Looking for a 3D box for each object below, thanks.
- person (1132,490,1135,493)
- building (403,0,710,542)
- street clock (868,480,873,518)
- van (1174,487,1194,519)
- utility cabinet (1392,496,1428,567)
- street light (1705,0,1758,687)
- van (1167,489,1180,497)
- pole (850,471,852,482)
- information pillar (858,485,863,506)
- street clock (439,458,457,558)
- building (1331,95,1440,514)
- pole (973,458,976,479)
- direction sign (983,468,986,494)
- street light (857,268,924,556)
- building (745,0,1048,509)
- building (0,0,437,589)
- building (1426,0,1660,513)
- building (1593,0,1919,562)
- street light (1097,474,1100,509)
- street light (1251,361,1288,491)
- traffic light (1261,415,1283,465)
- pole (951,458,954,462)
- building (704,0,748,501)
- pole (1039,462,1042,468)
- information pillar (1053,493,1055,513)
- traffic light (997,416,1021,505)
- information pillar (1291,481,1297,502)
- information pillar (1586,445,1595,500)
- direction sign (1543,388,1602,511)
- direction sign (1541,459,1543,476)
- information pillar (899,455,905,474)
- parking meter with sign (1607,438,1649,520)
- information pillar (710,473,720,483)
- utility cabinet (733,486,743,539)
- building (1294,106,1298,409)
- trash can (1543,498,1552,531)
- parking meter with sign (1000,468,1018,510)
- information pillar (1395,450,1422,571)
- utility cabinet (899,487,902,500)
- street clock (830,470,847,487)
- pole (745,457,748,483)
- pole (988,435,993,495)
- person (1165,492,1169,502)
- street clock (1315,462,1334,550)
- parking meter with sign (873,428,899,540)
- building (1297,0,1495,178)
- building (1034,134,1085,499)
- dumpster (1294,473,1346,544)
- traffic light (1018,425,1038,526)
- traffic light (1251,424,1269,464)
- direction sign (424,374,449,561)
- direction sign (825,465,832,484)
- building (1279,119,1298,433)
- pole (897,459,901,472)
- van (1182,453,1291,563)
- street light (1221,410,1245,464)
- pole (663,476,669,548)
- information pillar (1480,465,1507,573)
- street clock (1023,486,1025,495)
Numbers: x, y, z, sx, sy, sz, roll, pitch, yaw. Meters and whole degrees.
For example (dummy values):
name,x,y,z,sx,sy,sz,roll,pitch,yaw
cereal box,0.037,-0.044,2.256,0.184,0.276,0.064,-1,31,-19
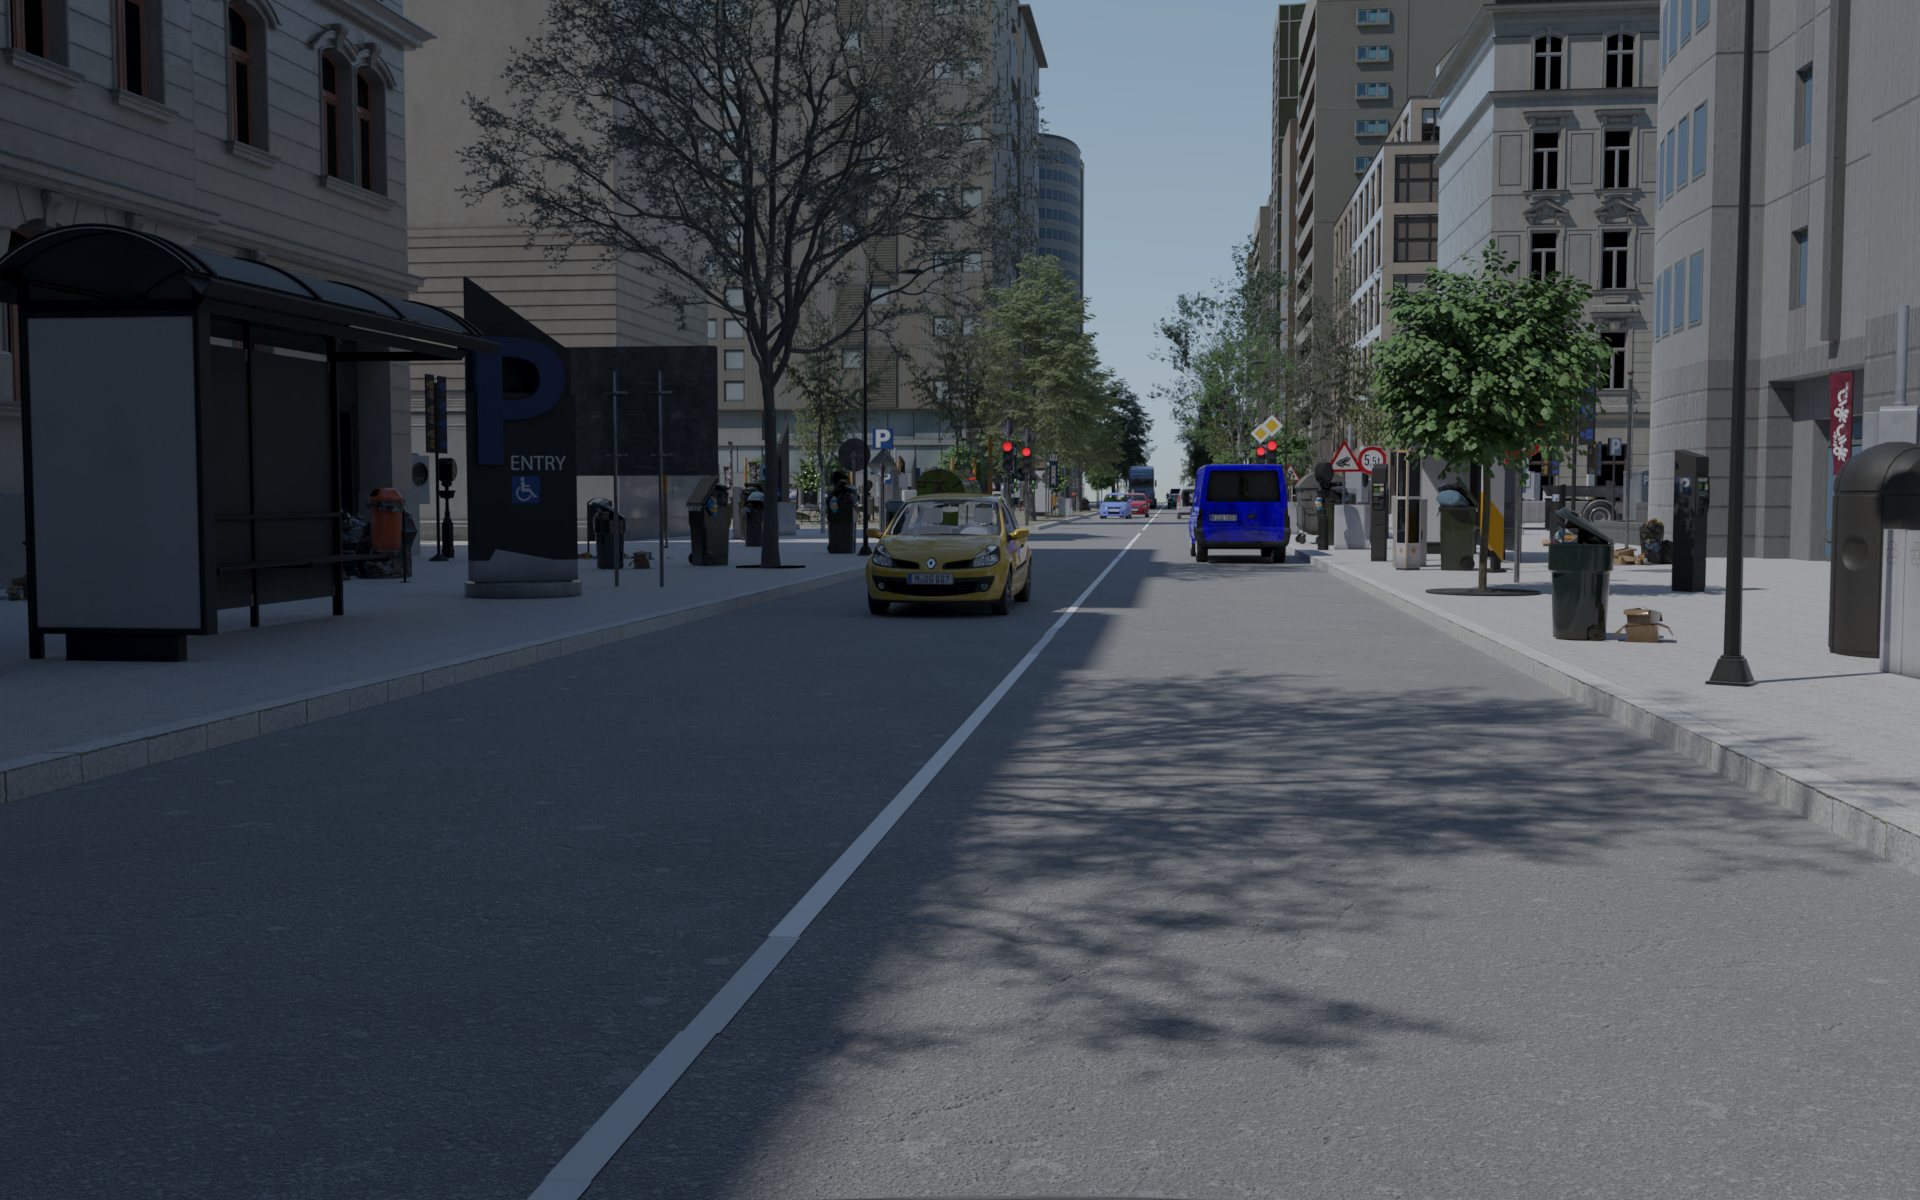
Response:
name,x,y,z,sx,sy,sz,roll,pitch,yaw
person,13.099,-7.498,131.487,0.834,1.777,0.661,1,4,10
building,-17.403,-12.387,51.680,18.267,20.994,9.793,0,4,7
street clock,-4.778,-5.226,90.010,0.471,2.002,0.358,-3,4,-36
van,13.375,-5.693,100.100,2.013,2.044,4.112,0,4,7
utility cabinet,7.973,-1.192,30.644,0.306,1.237,1.020,2,4,33
street light,4.675,-2.388,11.591,1.470,5.913,1.316,0,4,7
van,24.106,-11.479,192.060,2.240,2.365,5.245,0,4,5
pole,-8.217,-8.409,131.333,0.158,3.312,0.155,0,3,0
information pillar,-8.033,-8.283,139.914,0.304,2.012,0.304,2,4,29
street clock,-10.255,-1.839,34.634,0.358,2.002,0.471,1,4,11
building,38.104,-19.573,124.537,19.350,26.468,34.151,0,4,7
pole,0.808,-6.333,97.385,0.158,3.312,0.155,0,3,0
direction sign,1.877,-8.695,134.168,0.379,3.537,0.876,1,4,15
street light,-1.430,-3.873,35.863,1.470,5.913,1.316,0,4,7
building,-5.628,-36.666,188.722,28.713,52.752,27.495,0,4,7
building,-18.844,-14.544,25.181,14.401,28.519,23.554,0,4,7
building,45.574,-18.641,81.203,44.131,29.872,17.030,0,4,7
building,25.634,-30.081,33.832,21.231,58.520,28.212,0,4,7
street light,12.287,-10.633,146.394,1.470,5.913,1.316,0,4,7
street light,10.815,-5.373,60.382,1.470,5.913,1.316,0,4,7
traffic light,10.993,-4.425,61.273,0.839,4.253,0.868,0,4,7
pole,-0.416,-6.307,96.958,0.158,3.312,0.155,0,3,0
building,-8.982,-35.000,161.483,28.713,52.752,27.495,0,4,7
pole,4.963,-6.894,106.566,0.158,3.312,0.155,0,3,0
information pillar,6.243,-7.696,117.185,0.504,3.616,0.183,0,4,-4
traffic light,1.750,-4.494,62.399,0.839,4.253,0.868,0,4,7
information pillar,15.632,-4.673,80.901,0.304,2.012,0.304,0,4,8
information pillar,26.544,-4.990,72.939,0.504,3.616,0.183,-3,4,-38
direction sign,9.877,-2.193,27.849,0.379,3.537,0.876,-1,4,-22
direction sign,25.377,-5.048,74.530,0.379,3.537,0.876,-2,4,-34
information pillar,-3.498,-6.916,104.437,0.183,3.616,0.504,3,5,39
parking meter with sign,20.722,-3.474,53.057,0.543,3.016,1.738,-2,4,-32
information pillar,-8.623,-3.447,60.843,0.304,2.012,0.304,1,4,13
utility cabinet,-6.342,-2.503,49.597,0.318,1.500,1.173,0,4,-7
building,46.430,-34.204,178.838,23.786,49.044,30.456,0,4,7
trash can,20.717,-2.982,60.404,0.748,1.137,0.748,0,3,0
parking meter with sign,2.988,-7.149,113.145,0.543,3.016,1.738,3,5,43
information pillar,7.548,-1.507,29.134,0.304,2.012,0.304,-1,4,-22
utility cabinet,-1.992,-2.653,52.053,0.318,1.500,1.173,-1,4,-11
street clock,-3.690,-2.942,52.673,0.471,2.002,0.358,-2,4,-26
pole,-11.887,-6.266,96.287,0.158,3.312,0.155,0,3,0
pole,1.052,-4.062,60.254,0.158,3.312,0.155,0,3,0
person,35.272,-17.424,293.940,0.990,1.755,0.434,1,4,12
street clock,8.303,-2.139,39.542,0.358,2.002,0.471,3,5,42
parking meter with sign,-1.889,-3.085,46.708,0.543,3.016,1.738,1,4,10
building,41.338,-32.392,153.305,21.300,48.544,21.600,0,4,7
building,8.732,-45.128,279.843,21.231,58.520,28.212,0,4,7
dumpster,9.349,-2.392,44.865,1.264,1.857,1.865,0,4,7
traffic light,2.734,-4.979,70.324,0.839,4.253,0.868,0,4,7
traffic light,11.976,-4.910,69.198,0.839,4.253,0.868,0,4,7
direction sign,-9.988,-2.513,33.088,0.379,3.537,0.876,1,4,8
direction sign,-10.350,-8.859,136.843,0.379,3.537,0.876,3,4,36
building,44.785,-33.746,201.862,14.600,45.320,14.200,0,4,7
pole,-3.502,-6.466,99.554,0.158,3.312,0.155,0,3,0
van,6.043,-2.050,37.904,2.240,2.365,5.245,0,4,6
street light,15.133,-7.534,95.721,1.470,5.913,1.316,0,4,7
pole,-7.014,-2.886,41.025,0.158,3.312,0.155,0,3,0
information pillar,8.667,-2.248,28.103,0.504,3.616,0.183,-2,4,-34
street clock,5.507,-8.571,144.701,0.358,2.002,0.471,-3,5,-39
